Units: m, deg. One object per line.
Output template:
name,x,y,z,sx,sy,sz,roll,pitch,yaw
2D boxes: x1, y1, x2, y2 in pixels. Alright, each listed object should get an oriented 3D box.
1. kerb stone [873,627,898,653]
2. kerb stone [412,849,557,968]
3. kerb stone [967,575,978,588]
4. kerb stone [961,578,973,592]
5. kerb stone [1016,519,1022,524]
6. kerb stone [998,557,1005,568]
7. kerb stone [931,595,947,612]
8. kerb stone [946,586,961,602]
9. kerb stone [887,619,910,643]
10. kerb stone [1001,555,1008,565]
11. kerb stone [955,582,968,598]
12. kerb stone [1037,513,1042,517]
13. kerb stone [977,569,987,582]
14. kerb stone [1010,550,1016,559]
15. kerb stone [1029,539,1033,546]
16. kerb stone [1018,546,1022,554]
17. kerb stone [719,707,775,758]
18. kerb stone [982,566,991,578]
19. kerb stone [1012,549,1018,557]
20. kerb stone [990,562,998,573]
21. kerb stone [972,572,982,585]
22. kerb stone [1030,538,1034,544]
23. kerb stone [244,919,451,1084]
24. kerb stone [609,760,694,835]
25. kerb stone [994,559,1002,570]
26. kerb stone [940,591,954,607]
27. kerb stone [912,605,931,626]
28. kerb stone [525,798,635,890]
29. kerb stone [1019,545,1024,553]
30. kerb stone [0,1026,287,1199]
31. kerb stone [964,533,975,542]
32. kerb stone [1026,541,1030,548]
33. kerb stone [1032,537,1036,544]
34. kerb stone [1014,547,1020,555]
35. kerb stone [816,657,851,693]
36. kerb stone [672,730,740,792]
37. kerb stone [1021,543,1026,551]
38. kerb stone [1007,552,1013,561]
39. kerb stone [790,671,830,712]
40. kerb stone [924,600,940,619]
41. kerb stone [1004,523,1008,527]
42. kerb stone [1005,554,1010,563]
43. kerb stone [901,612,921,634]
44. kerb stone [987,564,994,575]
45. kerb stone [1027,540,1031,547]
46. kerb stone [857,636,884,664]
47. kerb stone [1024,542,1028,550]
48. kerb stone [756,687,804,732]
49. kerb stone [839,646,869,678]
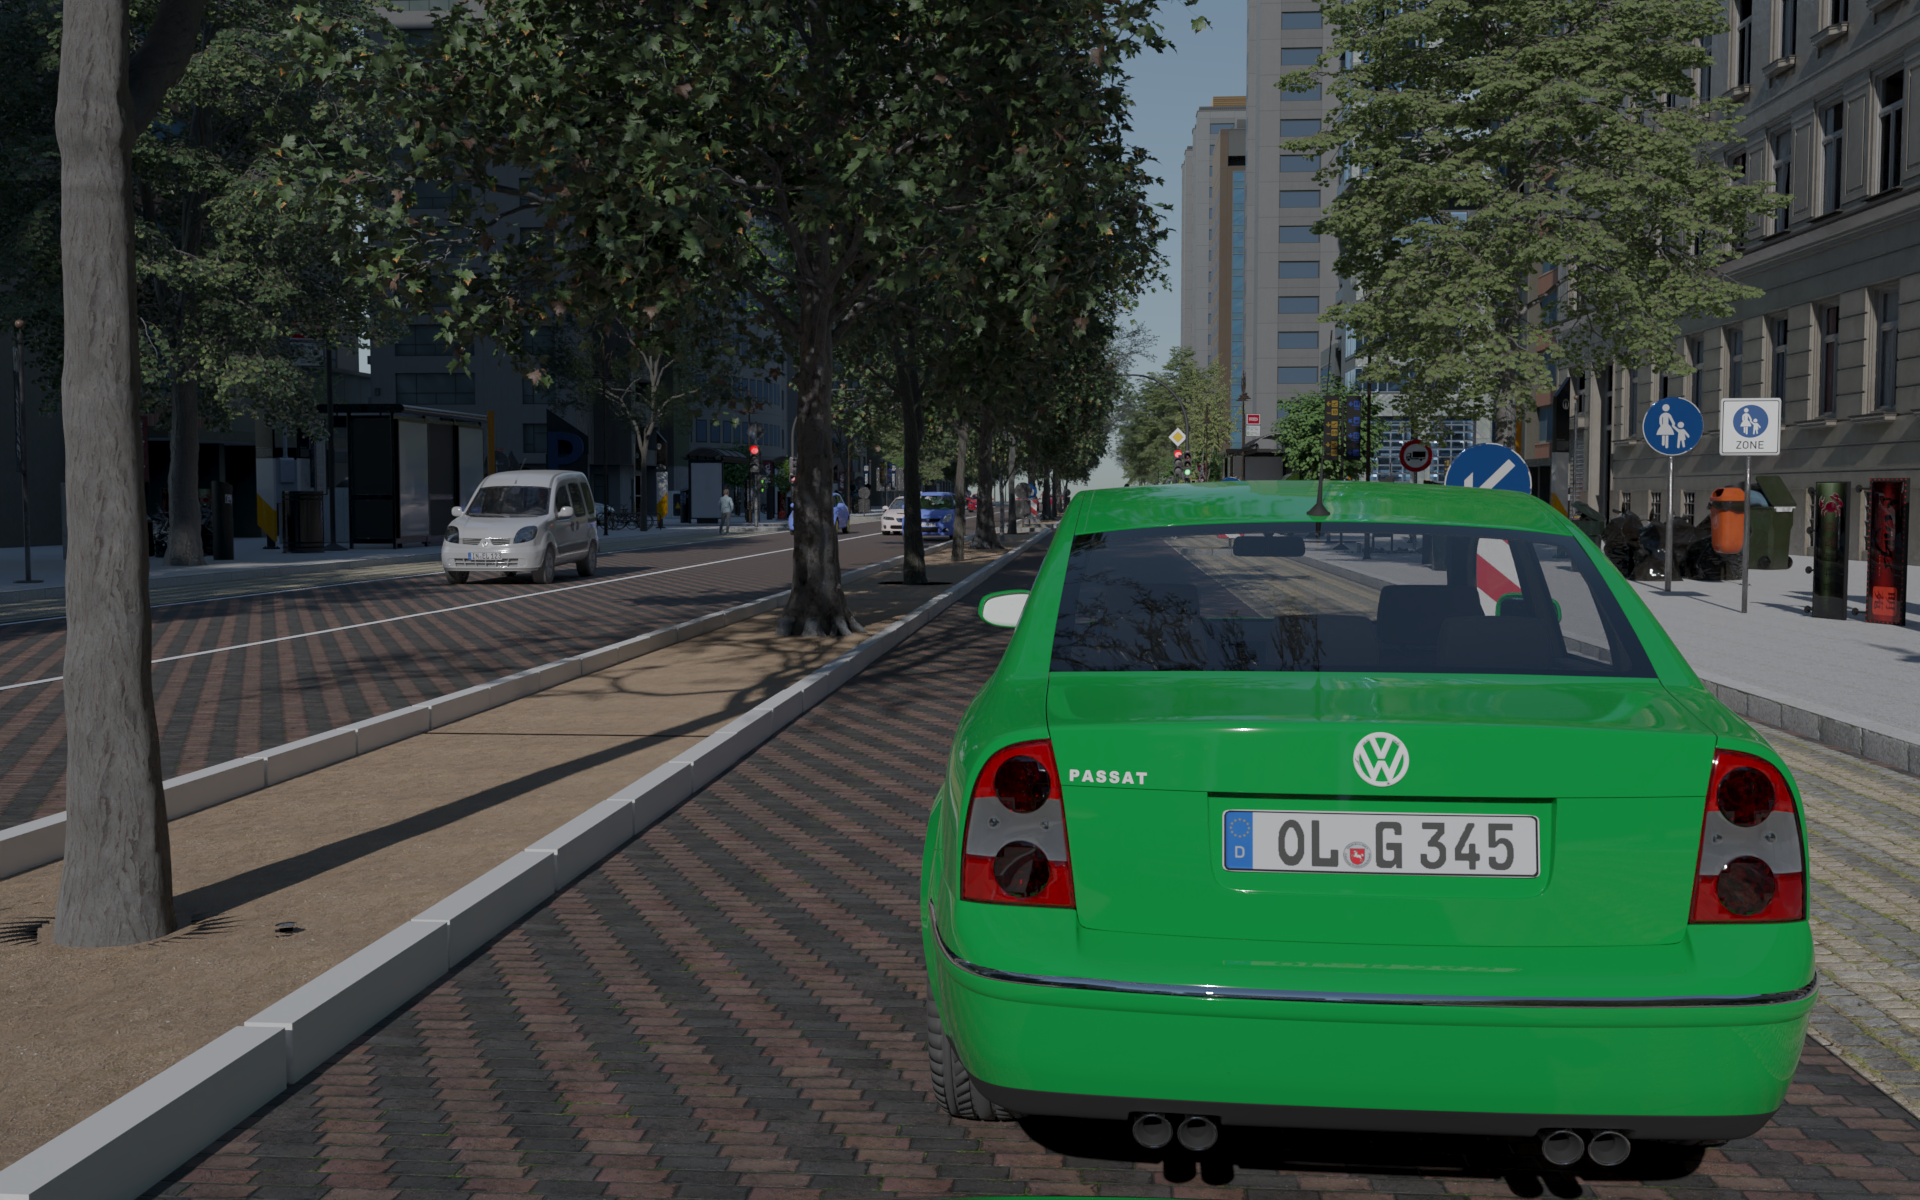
kerb stone,-0.711,0.383,15.947,0.120,0.150,1.000,0,4,5
kerb stone,-1.558,1.010,5.730,0.120,0.150,1.000,0,4,5
kerb stone,0.133,-0.242,26.148,0.120,0.150,1.000,0,4,5
kerb stone,0.054,-0.178,25.129,0.120,0.150,1.000,0,4,5
kerb stone,3.043,-3.971,87.123,0.120,0.150,1.000,0,4,5
kerb stone,0.728,-0.679,33.295,0.120,0.150,1.000,0,4,5
kerb stone,-0.293,0.070,21.051,0.120,0.150,1.000,0,4,5
kerb stone,-0.121,-0.055,23.092,0.120,0.150,1.000,0,4,5
kerb stone,-0.626,0.320,16.969,0.120,0.150,1.000,0,4,5
kerb stone,0.806,-0.741,34.320,0.120,0.150,1.000,0,4,5
kerb stone,-0.029,-0.117,24.110,0.120,0.150,1.000,0,4,5
kerb stone,5.406,-5.722,115.753,0.120,0.150,1.000,0,4,5
kerb stone,0.298,-0.367,28.192,0.120,0.150,1.000,0,4,5
kerb stone,1.061,-0.925,37.389,0.120,0.150,1.000,0,4,5
kerb stone,1.811,-1.486,46.578,0.120,0.150,1.000,0,4,5
kerb stone,1.303,-1.115,40.462,0.120,0.150,1.000,0,4,5
kerb stone,-1.219,0.757,9.823,0.120,0.150,1.000,0,4,5
kerb stone,0.390,-0.429,29.211,0.120,0.150,1.000,0,4,5
kerb stone,1.143,-0.987,38.418,0.120,0.150,1.000,0,4,5
kerb stone,0.552,-0.552,31.257,0.120,0.150,1.000,0,4,5
kerb stone,0.217,-0.304,27.170,0.120,0.150,1.000,0,4,5
kerb stone,1.893,-1.554,47.597,0.120,0.150,1.000,0,4,5
kerb stone,-1.637,1.070,4.703,0.120,0.150,1.000,0,4,5
kerb stone,-1.384,0.882,7.776,0.120,0.150,1.000,0,4,5
kerb stone,0.638,-0.616,32.275,0.120,0.150,1.000,0,4,5
kerb stone,-0.210,0.015,22.071,0.120,0.150,1.000,0,4,5
kerb stone,-0.458,0.195,19.008,0.120,0.150,1.000,0,4,5
kerb stone,-1.472,0.944,6.757,0.120,0.150,1.000,0,4,5
kerb stone,1.394,-1.178,41.483,0.120,0.150,1.000,0,4,5
kerb stone,-1.724,1.133,3.677,0.120,0.150,1.000,0,4,5
kerb stone,0.303,-1.937,53.929,0.120,0.150,1.000,0,4,5
kerb stone,1.657,-1.367,44.539,0.120,0.150,1.000,0,4,5
kerb stone,1.979,-1.614,48.620,0.120,0.150,1.000,0,4,5
kerb stone,1.223,-1.051,39.439,0.120,0.150,1.000,0,4,5
kerb stone,-0.960,0.569,12.890,0.120,0.150,1.000,0,4,5
kerb stone,-1.297,0.819,8.804,0.120,0.150,1.000,0,4,5
kerb stone,1.478,-1.239,42.502,0.120,0.150,1.000,0,4,5
kerb stone,0.975,-0.861,36.367,0.120,0.150,1.000,0,4,5
kerb stone,-1.046,0.634,11.872,0.120,0.150,1.000,0,4,5
kerb stone,-0.368,0.132,20.032,0.120,0.150,1.000,0,4,5
kerb stone,2.125,-3.279,75.896,0.120,0.150,1.000,0,4,5
kerb stone,0.885,-0.802,35.339,0.120,0.150,1.000,0,4,5
kerb stone,-0.540,0.262,17.990,0.120,0.150,1.000,0,4,5
kerb stone,0.464,-0.492,30.238,0.120,0.150,1.000,0,4,5
kerb stone,1.731,-1.429,45.558,0.120,0.150,1.000,0,4,5
kerb stone,-0.797,0.448,14.928,0.120,0.150,1.000,0,4,5
kerb stone,1.562,-1.299,43.521,0.120,0.150,1.000,0,4,5
kerb stone,-1.136,0.694,10.853,0.120,0.150,1.000,0,4,5
kerb stone,-0.875,0.507,13.909,0.120,0.150,1.000,0,4,5
